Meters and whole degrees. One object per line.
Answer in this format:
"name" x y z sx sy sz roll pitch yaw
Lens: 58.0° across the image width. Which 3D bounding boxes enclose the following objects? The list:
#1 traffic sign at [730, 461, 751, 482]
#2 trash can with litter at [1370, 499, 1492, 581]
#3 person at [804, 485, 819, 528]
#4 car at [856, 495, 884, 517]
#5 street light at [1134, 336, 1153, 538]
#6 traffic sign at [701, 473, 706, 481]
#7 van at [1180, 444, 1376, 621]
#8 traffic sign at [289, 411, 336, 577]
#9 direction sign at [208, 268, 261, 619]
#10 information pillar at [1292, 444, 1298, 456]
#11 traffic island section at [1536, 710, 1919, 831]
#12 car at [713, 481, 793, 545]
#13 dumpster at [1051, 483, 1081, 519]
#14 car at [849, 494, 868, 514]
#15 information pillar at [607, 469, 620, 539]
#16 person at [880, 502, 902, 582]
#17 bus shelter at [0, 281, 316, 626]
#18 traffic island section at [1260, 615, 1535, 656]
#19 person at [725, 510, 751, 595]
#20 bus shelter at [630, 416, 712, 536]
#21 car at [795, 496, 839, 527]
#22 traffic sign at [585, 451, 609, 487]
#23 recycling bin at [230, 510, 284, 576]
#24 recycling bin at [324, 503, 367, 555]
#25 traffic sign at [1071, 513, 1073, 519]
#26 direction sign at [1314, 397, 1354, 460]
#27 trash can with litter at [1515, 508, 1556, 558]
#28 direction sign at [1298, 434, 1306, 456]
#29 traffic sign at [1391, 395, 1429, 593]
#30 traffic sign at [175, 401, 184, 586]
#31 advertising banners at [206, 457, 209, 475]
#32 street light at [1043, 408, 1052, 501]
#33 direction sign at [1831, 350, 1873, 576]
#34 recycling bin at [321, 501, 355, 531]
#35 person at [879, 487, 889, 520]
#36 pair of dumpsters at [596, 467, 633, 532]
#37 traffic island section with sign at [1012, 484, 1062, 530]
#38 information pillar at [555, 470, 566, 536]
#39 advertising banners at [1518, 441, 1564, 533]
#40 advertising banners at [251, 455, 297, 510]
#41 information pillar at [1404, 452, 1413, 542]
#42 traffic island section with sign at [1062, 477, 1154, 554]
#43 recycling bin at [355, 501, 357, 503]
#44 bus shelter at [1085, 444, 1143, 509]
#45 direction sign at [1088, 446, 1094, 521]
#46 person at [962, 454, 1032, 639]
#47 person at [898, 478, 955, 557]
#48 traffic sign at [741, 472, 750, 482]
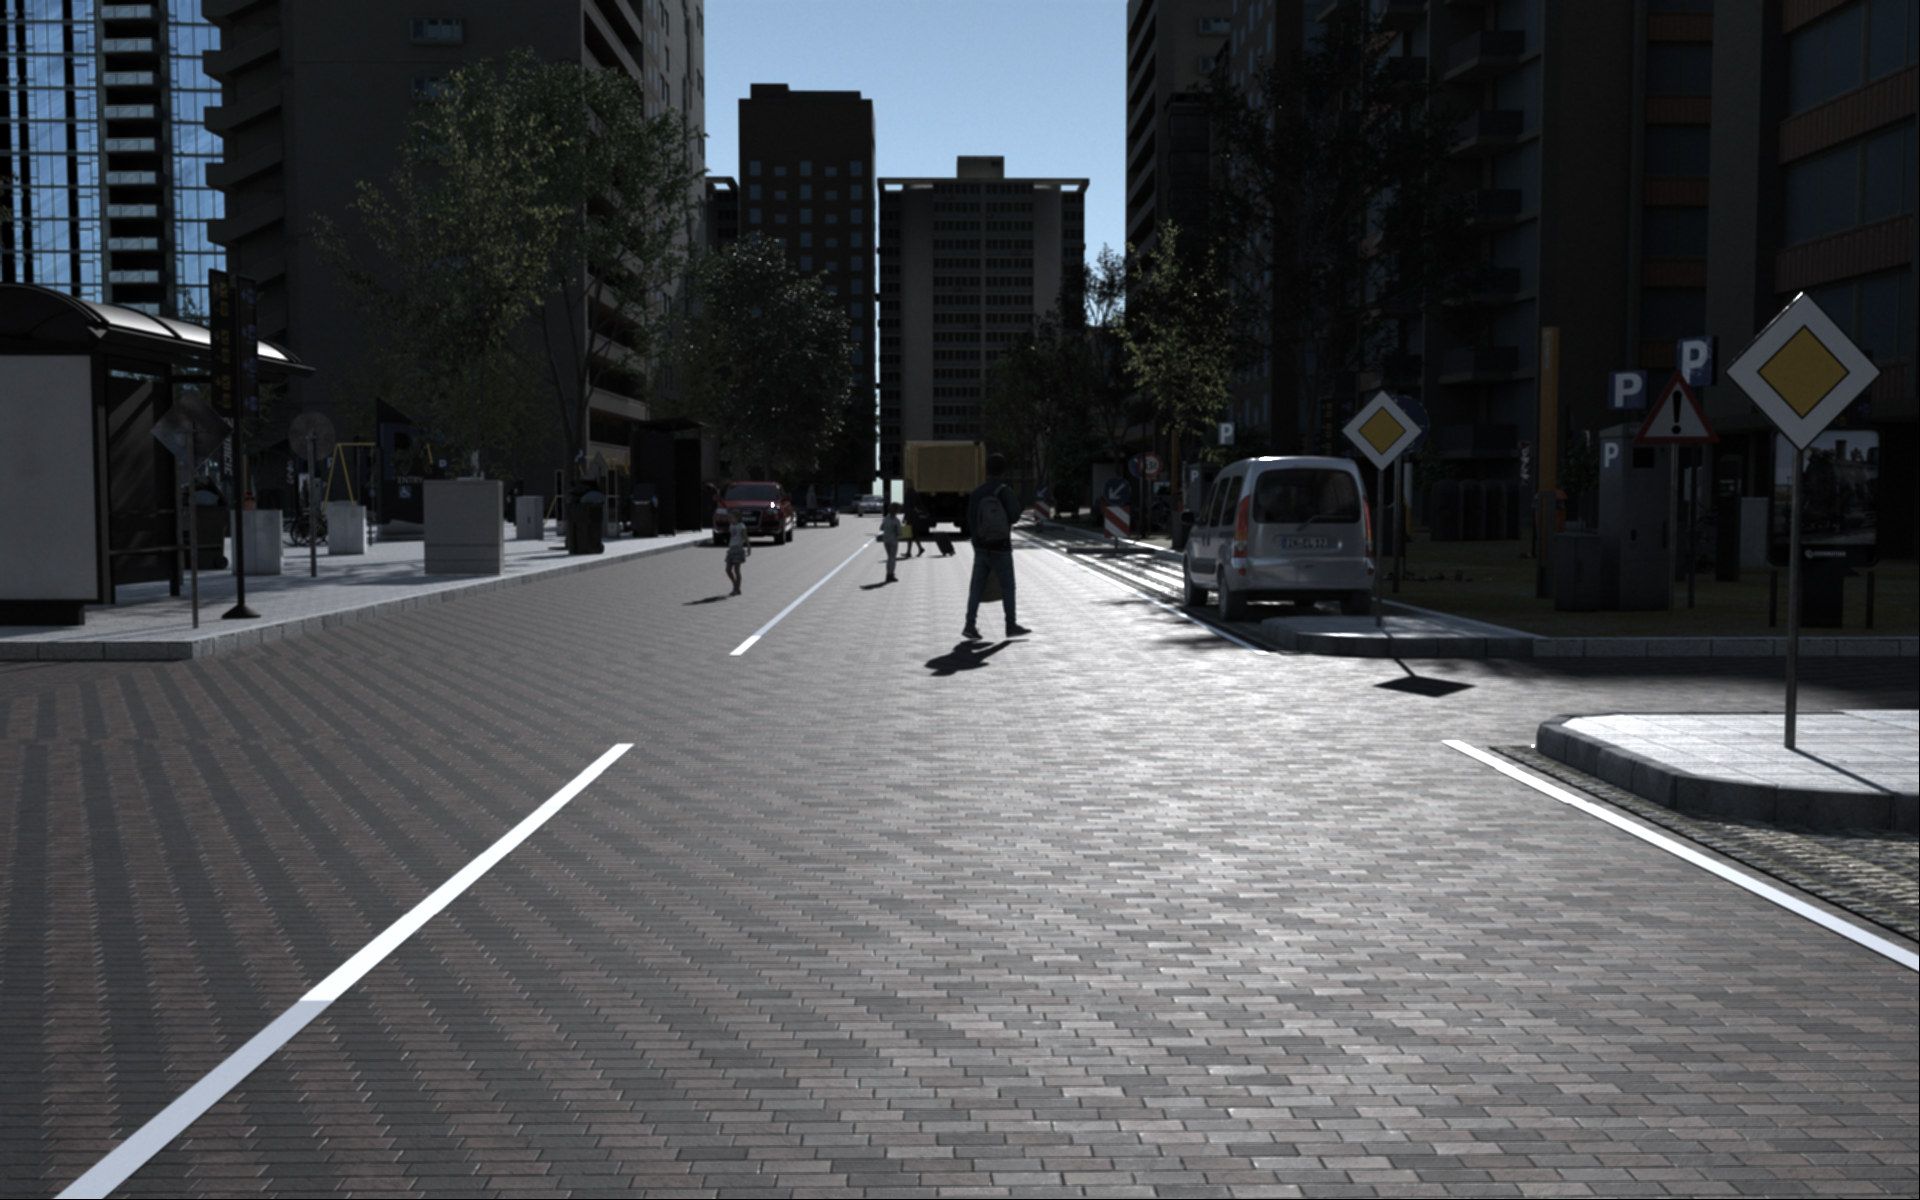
"traffic sign" -8.635 -4.165 68.108 0.884 2.594 0.081 0 4 6
"trash can with litter" 6.757 -0.901 25.791 2.233 1.210 1.678 1 4 19
"person" -6.281 -3.909 72.587 0.728 1.800 0.709 -3 5 -44
"car" -5.589 -6.023 110.843 2.083 1.381 4.827 0 4 -3
"street light" 5.402 -4.770 50.781 0.468 5.910 1.993 0 4 -1
"traffic sign" -10.987 -4.398 71.912 0.884 2.594 0.081 0 4 2
"van" 3.728 -0.841 20.764 2.013 2.044 4.112 0 4 -1
"traffic sign" -9.991 -1.627 26.701 0.768 2.556 0.104 0 4 8
"direction sign" -7.468 -1.584 17.895 0.379 3.537 0.876 0 4 6
"information pillar" 15.683 -5.501 81.292 0.183 3.616 0.504 -1 4 -14
"traffic island section" 4.215 0.826 8.769 2.009 0.180 2.903 0 4 -1
"car" -6.013 -2.568 50.665 2.281 1.827 5.304 0 4 -2
"dumpster" 5.470 -5.290 88.979 1.502 2.255 1.985 0 4 -1
"car" -6.947 -6.909 124.970 2.014 1.417 4.499 0 4 1
"information pillar" -10.003 -2.782 49.980 0.304 2.012 0.304 0 4 5
"person" -1.112 -0.954 28.373 0.425 1.301 0.394 1 4 21
"bus shelter" -9.145 -1.552 19.305 2.014 3.302 5.546 0 4 -1
"traffic island section" 4.066 0.338 16.753 2.009 0.180 2.903 0 4 -1
"person" -3.121 -0.681 24.655 0.505 1.210 0.382 3 5 40
"bus shelter" -9.196 -3.927 55.484 1.731 3.624 6.357 0 4 -1
"car" -6.266 -3.894 76.250 1.945 1.354 3.894 0 4 -1
"traffic sign" -10.821 -3.174 51.897 0.884 2.594 0.081 0 4 7
"recycling bin" -11.190 -0.919 27.583 0.722 1.027 0.722 -1 4 -18
"recycling bin" -13.084 -1.494 36.985 0.722 1.027 0.722 -1 4 -13
"traffic sign" 5.878 -5.541 90.707 0.768 2.556 0.104 0 4 5
"direction sign" 8.873 -2.988 40.854 0.876 3.537 0.379 3 5 44
"trash can with litter" 12.046 -1.463 34.984 2.233 1.210 1.678 -3 5 -40
"direction sign" 13.097 -4.464 64.989 0.876 3.537 0.379 2 4 35
"traffic sign" 5.656 -1.363 22.395 0.768 2.556 0.104 0 4 6
"traffic sign" -10.934 -1.482 24.240 0.884 2.594 0.081 0 4 3
"advertising banners" -23.894 -3.582 54.748 0.090 3.025 2.074 -2 4 -31
"street light" 4.624 -7.245 91.249 0.468 5.910 1.993 0 4 -1
"direction sign" 13.951 -2.150 27.155 0.876 3.537 0.379 -2 4 -26
"recycling bin" -20.997 -2.797 58.288 0.722 1.027 0.722 3 4 38
"person" -4.122 -5.320 95.467 0.705 1.826 1.348 1 4 16
"pair of dumpsters" -11.772 -3.520 60.052 1.574 2.255 4.437 0 4 -1
"traffic island section with sign" 3.099 -3.682 68.823 1.989 1.847 2.006 0 4 -1
"information pillar" -12.162 -2.970 53.049 0.304 2.012 0.304 2 4 31
"advertising banners" 18.965 -3.671 56.211 0.090 3.025 2.074 -3 4 -38
"advertising banners" -30.930 -5.005 78.016 2.074 3.025 0.090 -2 4 -25
"information pillar" 11.923 -3.347 46.076 0.183 3.616 0.504 0 4 -1
"traffic island section with sign" 3.603 -2.033 41.872 1.989 1.847 2.006 0 4 -1
"recycling bin" -23.625 -3.313 66.729 0.722 1.027 0.722 -1 4 -23
"bus shelter" 6.487 -4.803 72.452 2.014 3.302 5.546 0 4 -1
"direction sign" 6.146 -5.448 81.064 0.876 3.537 0.379 3 5 44
"person" 0.306 -0.521 17.002 0.713 1.824 0.794 -3 4 -36
"person" -0.790 -1.902 39.816 1.509 1.804 0.699 -2 4 -29
"traffic sign" -11.368 -5.532 90.548 0.768 2.556 0.104 0 4 1
